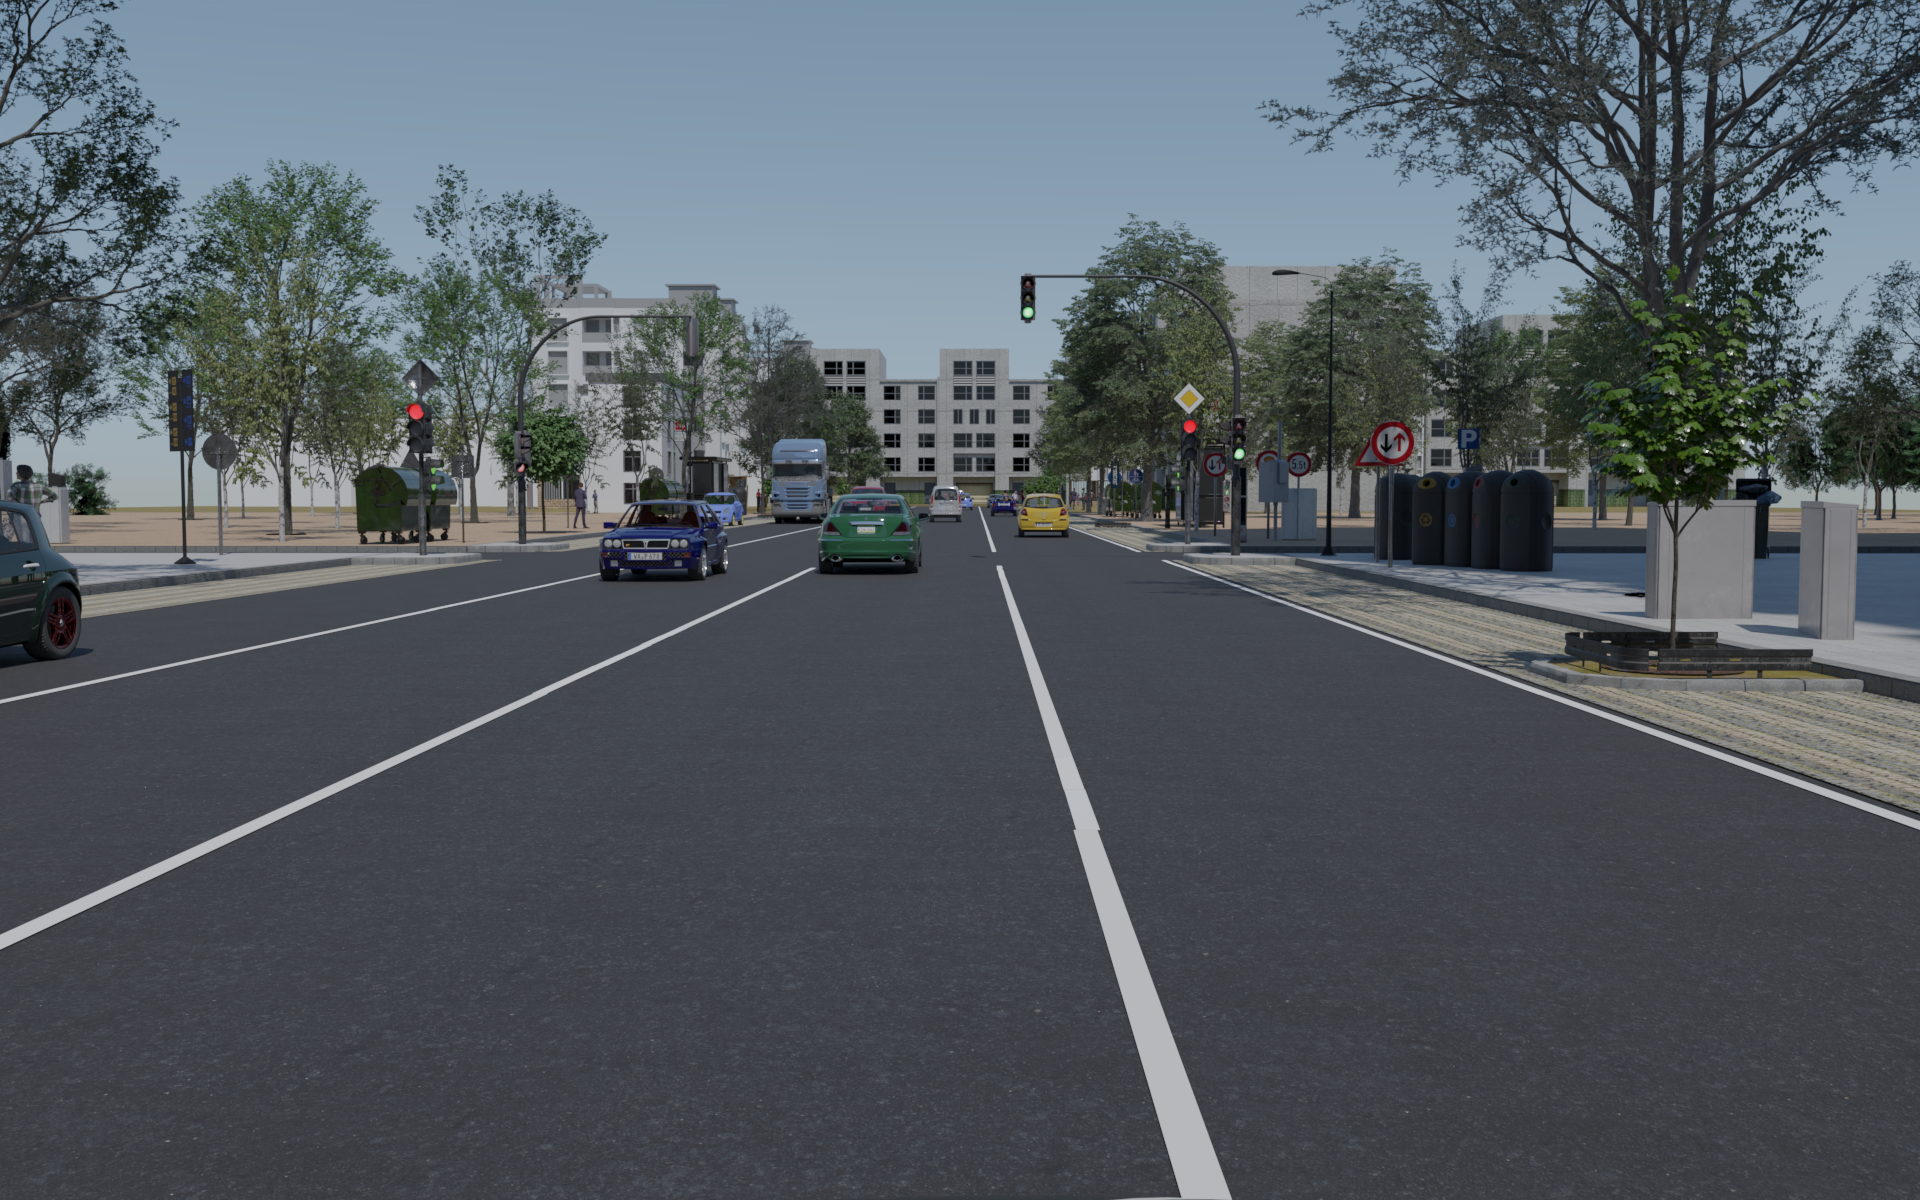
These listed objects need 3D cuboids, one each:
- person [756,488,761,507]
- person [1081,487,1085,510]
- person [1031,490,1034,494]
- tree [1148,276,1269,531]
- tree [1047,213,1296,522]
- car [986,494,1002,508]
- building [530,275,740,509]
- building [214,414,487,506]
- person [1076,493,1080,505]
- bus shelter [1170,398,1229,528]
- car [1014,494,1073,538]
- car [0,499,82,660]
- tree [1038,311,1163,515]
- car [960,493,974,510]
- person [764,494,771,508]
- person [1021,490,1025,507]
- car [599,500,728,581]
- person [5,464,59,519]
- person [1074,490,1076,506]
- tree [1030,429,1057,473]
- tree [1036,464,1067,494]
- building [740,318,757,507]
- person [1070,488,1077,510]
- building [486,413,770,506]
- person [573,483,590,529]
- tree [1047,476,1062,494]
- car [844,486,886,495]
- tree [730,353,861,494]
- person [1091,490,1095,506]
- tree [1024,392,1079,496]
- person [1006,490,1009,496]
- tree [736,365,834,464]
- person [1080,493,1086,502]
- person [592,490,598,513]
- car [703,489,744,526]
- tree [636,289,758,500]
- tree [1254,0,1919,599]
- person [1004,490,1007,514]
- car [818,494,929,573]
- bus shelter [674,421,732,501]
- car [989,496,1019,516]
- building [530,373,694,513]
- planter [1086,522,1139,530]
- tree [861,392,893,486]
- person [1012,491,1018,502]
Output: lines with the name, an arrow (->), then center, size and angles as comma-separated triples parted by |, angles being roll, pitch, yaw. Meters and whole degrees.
person -> -19.633, -9.986, 169.254 | 0.705, 1.831, 1.348 | 1, 4, 23
person -> 9.725, -7.996, 136.856 | 0.705, 1.814, 1.350 | 0, 4, -1
person -> 6.100, -8.218, 143.571 | 0.721, 1.736, 1.217 | -1, 4, -15
tree -> 8.339, -6.692, 59.769 | 4.737, 8.622, 4.395 | 0, 3, 0
tree -> 8.766, -10.606, 80.063 | 9.857, 13.997, 8.962 | 0, 3, 0
car -> 3.651, -10.116, 177.404 | 2.014, 1.417, 4.499 | 0, 4, 1
building -> -28.593, -18.192, 153.861 | 16.016, 20.091, 11.380 | 0, 4, 0
building -> -63.035, -14.775, 183.717 | 28.070, 9.664, 9.099 | 0, 4, 0
person -> 13.227, -11.349, 194.821 | 0.599, 1.433, 0.991 | 3, 5, 42
bus shelter -> 9.714, -5.623, 69.569 | 2.179, 5.291, 8.768 | 0, 4, 0
car -> 2.810, -2.949, 58.438 | 2.015, 1.641, 3.980 | 0, 4, 2
car -> -8.650, -0.235, 13.627 | 2.009, 1.686, 4.222 | 0, 4, 2
tree -> 9.105, -11.470, 105.654 | 7.486, 12.596, 7.792 | 0, 3, 0
car -> 0.297, -8.892, 154.978 | 1.945, 1.707, 3.694 | 0, 3, 0
person -> -18.171, -9.555, 162.990 | 0.721, 1.736, 1.217 | -3, 4, -36
person -> 6.026, -9.578, 165.066 | 0.705, 1.831, 1.348 | -1, 4, -14
car -> -5.074, -1.059, 29.900 | 1.945, 1.354, 3.894 | 0, 4, 0
person -> -14.272, -1.210, 26.543 | 0.376, 1.734, 0.841 | 2, 4, 33
person -> 12.024, -10.740, 181.735 | 0.705, 1.812, 1.348 | 0, 4, 6
tree -> 9.587, -14.798, 192.304 | 4.360, 8.622, 3.978 | 0, 3, 0
tree -> 9.905, -12.484, 187.834 | 4.285, 4.588, 4.351 | 0, 3, 0
building -> -28.387, -18.887, 165.219 | 16.016, 20.091, 11.380 | 0, 4, 0
person -> 9.161, -8.185, 140.314 | 0.683, 1.767, 0.568 | 1, 4, 18
building -> -34.538, -14.753, 183.359 | 28.070, 9.664, 9.099 | 0, 4, 0
person -> -14.074, -3.507, 64.297 | 0.541, 1.710, 0.530 | 2, 4, 32
tree -> 10.136, -11.589, 184.084 | 1.663, 3.219, 1.824 | 0, 3, 0
car -> -4.386, -4.532, 82.776 | 2.281, 1.827, 5.304 | 0, 4, 0
tree -> -13.109, -13.430, 136.584 | 9.611, 12.733, 9.660 | 0, 3, 0
person -> 13.047, -10.179, 173.184 | 1.217, 1.736, 0.721 | -3, 4, -38
tree -> 9.346, -13.590, 156.608 | 7.601, 10.594, 8.767 | -2, 4, -26
person -> 3.607, -7.452, 131.053 | 0.721, 1.735, 1.217 | -2, 4, -31
tree -> -12.458, -11.609, 124.217 | 7.601, 10.594, 8.767 | -2, 4, -33
person -> 12.965, -10.377, 178.962 | 1.065, 1.426, 0.557 | -1, 4, -21
person -> -24.253, -6.546, 115.126 | 0.319, 1.574, 0.516 | -2, 4, -35
car -> -10.763, -4.157, 77.552 | 1.945, 1.707, 3.694 | 0, 4, 2
tree -> -13.809, -9.875, 87.204 | 9.928, 11.665, 9.643 | 0, 3, 0
tree -> 8.773, -6.778, 21.194 | 12.009, 13.543, 11.850 | 0, 3, 0
person -> 3.327, -6.965, 123.090 | 0.721, 1.736, 1.217 | 0, 4, -1
car -> -1.653, -1.284, 32.794 | 2.131, 1.459, 4.920 | 0, 3, 0
bus shelter -> -14.502, -7.325, 97.397 | 2.179, 5.291, 8.768 | 0, 4, 1
car -> 2.860, -6.128, 112.775 | 1.945, 1.354, 3.894 | 0, 4, 1
building -> -24.957, -11.729, 133.908 | 9.099, 9.664, 28.070 | 0, 4, 0
planter -> 6.018, -2.911, 68.729 | 1.991, 0.319, 1.994 | 0, 4, 0
tree -> -12.075, -16.648, 189.199 | 9.611, 12.733, 9.660 | 0, 3, 0
person -> 4.861, -8.739, 152.320 | 0.756, 1.711, 0.436 | -2, 4, -28
